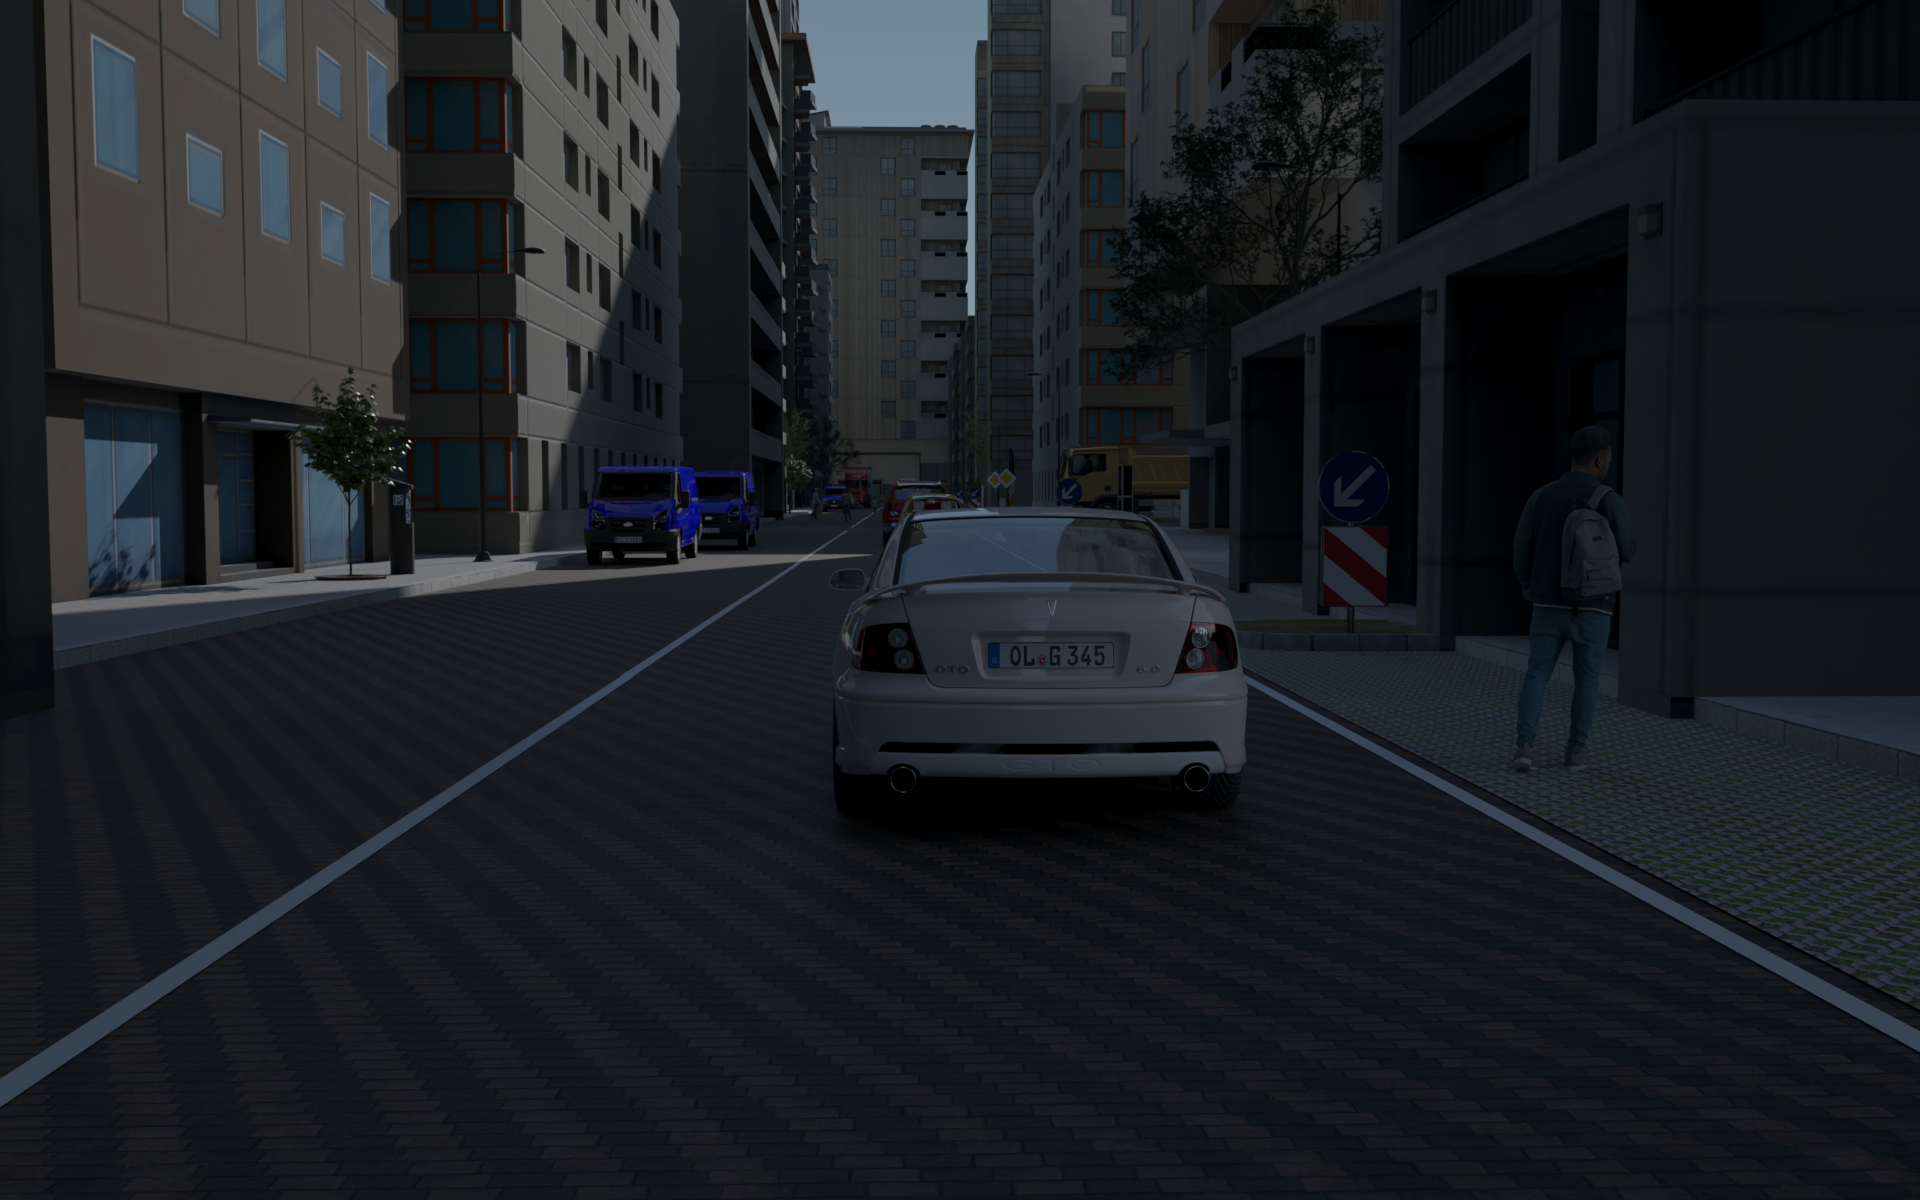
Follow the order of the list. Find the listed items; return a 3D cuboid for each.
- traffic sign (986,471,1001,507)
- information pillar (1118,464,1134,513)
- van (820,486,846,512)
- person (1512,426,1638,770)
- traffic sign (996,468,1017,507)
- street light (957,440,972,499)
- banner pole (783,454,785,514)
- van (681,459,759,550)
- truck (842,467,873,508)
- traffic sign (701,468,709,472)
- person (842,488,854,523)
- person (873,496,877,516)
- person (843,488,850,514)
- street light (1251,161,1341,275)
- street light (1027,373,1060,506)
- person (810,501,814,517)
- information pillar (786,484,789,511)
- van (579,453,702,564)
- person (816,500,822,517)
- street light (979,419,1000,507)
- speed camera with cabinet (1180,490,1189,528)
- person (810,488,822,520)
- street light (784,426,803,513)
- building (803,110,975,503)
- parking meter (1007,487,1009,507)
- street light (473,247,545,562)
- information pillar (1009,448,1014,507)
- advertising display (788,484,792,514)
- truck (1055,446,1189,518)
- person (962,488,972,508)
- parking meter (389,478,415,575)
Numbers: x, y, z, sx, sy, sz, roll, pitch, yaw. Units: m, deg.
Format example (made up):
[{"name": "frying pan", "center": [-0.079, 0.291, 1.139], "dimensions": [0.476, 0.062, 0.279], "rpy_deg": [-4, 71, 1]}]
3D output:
[{"name": "traffic sign", "center": [1.513, -4.330, 74.431], "dimensions": [0.795, 2.450, 0.064], "rpy_deg": [0, 4, -2]}, {"name": "information pillar", "center": [4.066, -2.328, 42.557], "dimensions": [0.304, 2.012, 0.304], "rpy_deg": [-1, 4, -15]}, {"name": "van", "center": [-9.844, -8.098, 136.793], "dimensions": [2.240, 2.365, 5.245], "rpy_deg": [0, 4, -2]}, {"name": "person", "center": [3.158, -0.005, 8.927], "dimensions": [0.623, 1.781, 0.721], "rpy_deg": [2, 4, 24]}, {"name": "traffic sign", "center": [1.779, -3.841, 66.450], "dimensions": [0.795, 2.450, 0.064], "rpy_deg": [0, 4, -2]}, {"name": "street light", "center": [0.408, -10.805, 149.205], "dimensions": [1.470, 5.913, 1.316], "rpy_deg": [0, 4, -2]}, {"name": "banner pole", "center": [-11.071, -7.253, 108.600], "dimensions": [0.401, 3.779, 0.863], "rpy_deg": [0, 4, 3]}, {"name": "van", "center": [-6.461, -2.549, 46.056], "dimensions": [2.240, 2.365, 5.245], "rpy_deg": [0, 4, -3]}, {"name": "truck", "center": [-10.540, -11.688, 180.005], "dimensions": [2.839, 4.237, 11.283], "rpy_deg": [0, 4, -1]}, {"name": "traffic sign", "center": [-9.709, -3.819, 66.088], "dimensions": [0.795, 2.450, 0.064], "rpy_deg": [0, 4, -2]}, {"name": "person", "center": [-5.536, -4.661, 85.299], "dimensions": [0.593, 1.750, 0.643], "rpy_deg": [0, 4, 1]}, {"name": "person", "center": [-5.607, -6.223, 114.502], "dimensions": [0.306, 1.304, 0.590], "rpy_deg": [1, 4, 11]}, {"name": "person", "center": [-8.208, -7.201, 126.035], "dimensions": [0.655, 1.846, 0.447], "rpy_deg": [3, 4, 39]}, {"name": "street light", "center": [4.757, -3.168, 24.331], "dimensions": [1.470, 5.913, 1.316], "rpy_deg": [0, 4, -2]}, {"name": "street light", "center": [3.253, -5.740, 66.383], "dimensions": [1.470, 5.913, 1.316], "rpy_deg": [0, 4, -2]}, {"name": "person", "center": [-9.136, -5.799, 108.336], "dimensions": [0.505, 1.210, 0.382], "rpy_deg": [-3, 5, -42]}, {"name": "information pillar", "center": [-12.849, -7.596, 128.684], "dimensions": [0.304, 2.012, 0.304], "rpy_deg": [-3, 5, -45]}, {"name": "van", "center": [-6.750, -2.001, 37.102], "dimensions": [2.240, 2.365, 5.245], "rpy_deg": [0, 4, -3]}, {"name": "person", "center": [-9.017, -5.939, 110.623], "dimensions": [0.505, 1.210, 0.382], "rpy_deg": [1, 4, 15]}, {"name": "street light", "center": [1.861, -8.241, 107.279], "dimensions": [1.470, 5.913, 1.316], "rpy_deg": [0, 4, -2]}, {"name": "speed camera with cabinet", "center": [9.390, -4.433, 66.816], "dimensions": [2.038, 3.252, 0.660], "rpy_deg": [-3, 5, -41]}, {"name": "person", "center": [-8.056, -5.380, 96.941], "dimensions": [0.515, 1.767, 0.782], "rpy_deg": [-2, 4, -29]}, {"name": "street light", "center": [-11.327, -8.870, 117.573], "dimensions": [1.470, 5.913, 1.316], "rpy_deg": [0, 4, -2]}, {"name": "building", "center": [-10.087, -40.199, 246.498], "dimensions": [27.495, 52.752, 28.713], "rpy_deg": [0, 4, -2]}, {"name": "parking meter", "center": [2.754, -5.612, 97.470], "dimensions": [0.255, 1.863, 0.399], "rpy_deg": [2, 4, 26]}, {"name": "street light", "center": [-8.510, -3.680, 32.709], "dimensions": [1.470, 5.913, 1.316], "rpy_deg": [0, 4, -2]}, {"name": "information pillar", "center": [2.583, -5.846, 86.929], "dimensions": [0.183, 3.616, 0.504], "rpy_deg": [-1, 4, -21]}, {"name": "advertising display", "center": [-11.168, -6.633, 113.656], "dimensions": [0.123, 1.923, 0.974], "rpy_deg": [0, 4, 1]}, {"name": "truck", "center": [7.958, -4.574, 70.711], "dimensions": [9.791, 3.379, 3.469], "rpy_deg": [0, 4, -3]}, {"name": "person", "center": [0.397, -5.060, 91.777], "dimensions": [0.519, 1.759, 0.362], "rpy_deg": [1, 4, 18]}, {"name": "parking meter", "center": [-8.940, -1.182, 27.735], "dimensions": [0.372, 1.533, 0.369], "rpy_deg": [0, 3, 0]}]
